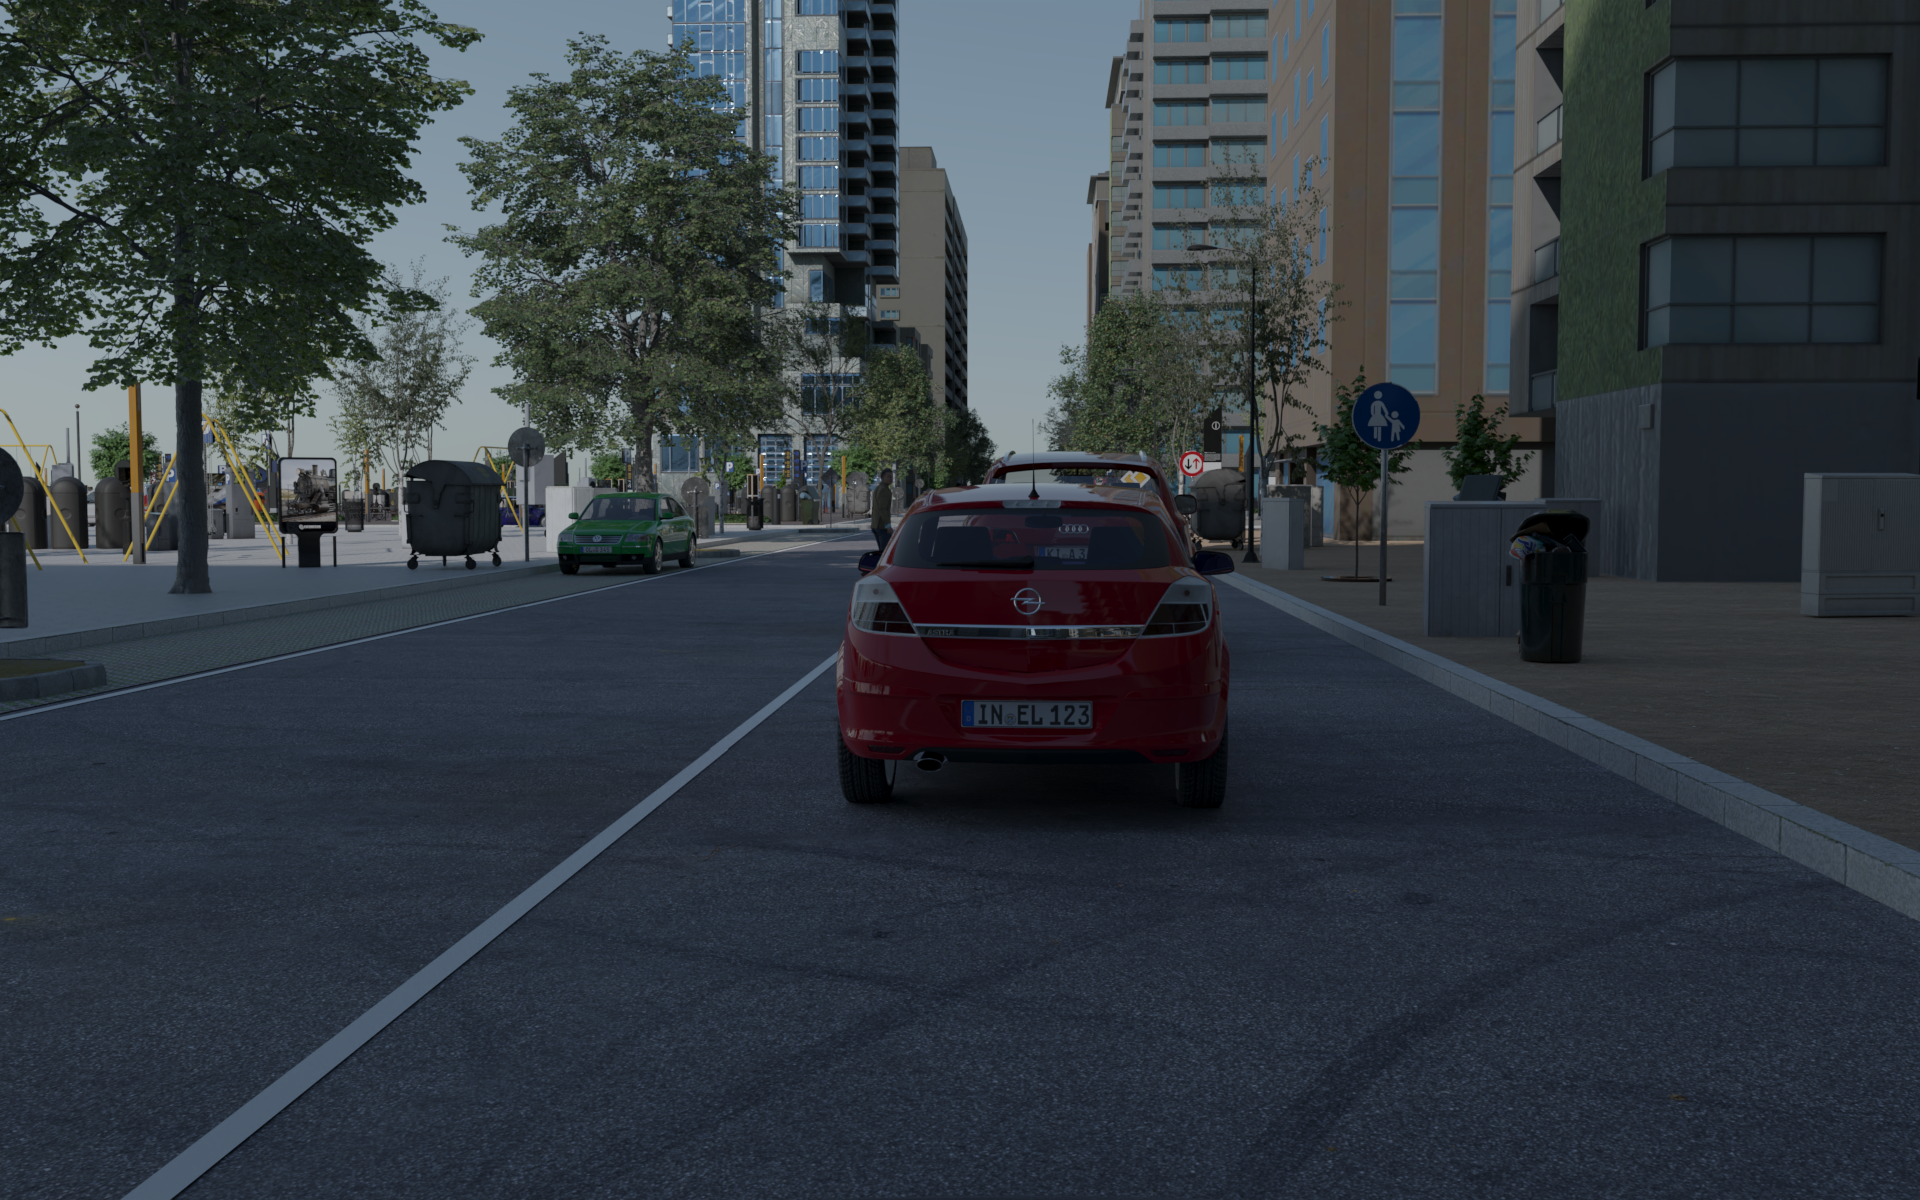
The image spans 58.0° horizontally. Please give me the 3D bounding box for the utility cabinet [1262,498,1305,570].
[{"bbox_3d":[5.539,-1.133,29.683,0.306,1.237,1.020,-1,4,-17],"label":"utility cabinet"}]

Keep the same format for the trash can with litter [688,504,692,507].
[{"bbox_3d":[-17.671,-6.178,112.062,1.678,1.210,2.233,0,4,4],"label":"trash can with litter"}]

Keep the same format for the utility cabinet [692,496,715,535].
[{"bbox_3d":[-8.096,-2.660,54.649,0.306,1.237,1.020,1,4,20],"label":"utility cabinet"}]

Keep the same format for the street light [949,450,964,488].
[{"bbox_3d":[-0.601,-12.730,180.677,1.470,5.913,1.316,0,4,3],"label":"street light"}]

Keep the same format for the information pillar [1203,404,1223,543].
[{"bbox_3d":[6.627,-3.303,45.362,0.504,3.616,0.183,1,4,19],"label":"information pillar"}]

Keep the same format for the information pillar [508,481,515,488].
[{"bbox_3d":[-25.074,-5.647,96.822,0.304,2.012,0.304,-3,5,-43],"label":"information pillar"}]

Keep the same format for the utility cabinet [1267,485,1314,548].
[{"bbox_3d":[7.634,-1.945,40.485,1.173,1.500,0.318,-2,4,-23],"label":"utility cabinet"}]

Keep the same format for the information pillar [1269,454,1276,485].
[{"bbox_3d":[15.266,-5.679,84.205,0.504,3.616,0.183,2,4,28],"label":"information pillar"}]

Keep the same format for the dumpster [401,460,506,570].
[{"bbox_3d":[-8.755,-1.481,29.980,1.264,1.857,1.865,0,4,3],"label":"dumpster"}]

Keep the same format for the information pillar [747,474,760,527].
[{"bbox_3d":[-7.659,-3.647,64.115,0.304,2.012,0.304,-3,5,-43],"label":"information pillar"}]

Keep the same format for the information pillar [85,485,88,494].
[{"bbox_3d":[-69.523,-8.146,137.684,0.304,2.012,0.304,3,5,44],"label":"information pillar"}]

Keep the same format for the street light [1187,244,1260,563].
[{"bbox_3d":[4.909,-3.656,32.311,1.470,5.913,1.316,0,4,3],"label":"street light"}]

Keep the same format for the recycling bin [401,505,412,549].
[{"bbox_3d":[-12.666,-1.729,40.826,0.722,1.027,0.722,1,4,14],"label":"recycling bin"}]

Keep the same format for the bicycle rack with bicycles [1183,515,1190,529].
[{"bbox_3d":[8.097,-2.902,60.831,2.925,0.926,2.852,0,4,2],"label":"bicycle rack with bicycles"}]

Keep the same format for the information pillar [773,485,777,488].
[{"bbox_3d":[-15.404,-8.540,144.114,0.304,2.012,0.304,0,4,1],"label":"information pillar"}]

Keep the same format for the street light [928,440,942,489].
[{"bbox_3d":[-2.155,-10.791,148.969,1.470,5.913,1.316,0,4,3],"label":"street light"}]

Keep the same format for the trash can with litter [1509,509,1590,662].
[{"bbox_3d":[4.522,-0.128,13.488,0.624,1.170,1.055,1,4,9],"label":"trash can with litter"}]

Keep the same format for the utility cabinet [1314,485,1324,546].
[{"bbox_3d":[8.574,-2.060,42.354,0.318,1.500,1.173,0,4,-6],"label":"utility cabinet"}]

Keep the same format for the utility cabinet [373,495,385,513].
[{"bbox_3d":[-40.490,-6.701,120.716,1.020,1.237,0.306,3,5,42],"label":"utility cabinet"}]

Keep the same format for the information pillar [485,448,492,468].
[{"bbox_3d":[-23.271,-5.757,85.475,0.504,3.616,0.183,3,5,42],"label":"information pillar"}]

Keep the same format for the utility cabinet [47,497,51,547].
[{"bbox_3d":[-22.156,-1.890,42.061,1.020,1.237,0.306,2,4,26],"label":"utility cabinet"}]

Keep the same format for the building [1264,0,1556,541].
[{"bbox_3d":[17.269,-24.607,52.443,14.600,45.320,14.200,0,4,3],"label":"building"}]

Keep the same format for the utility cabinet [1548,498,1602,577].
[{"bbox_3d":[9.410,-0.958,26.825,1.020,1.237,0.306,-1,4,-17],"label":"utility cabinet"}]

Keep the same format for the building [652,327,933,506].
[{"bbox_3d":[-17.766,-21.380,194.600,27.650,21.520,28.899,0,4,3],"label":"building"}]

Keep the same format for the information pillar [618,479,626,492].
[{"bbox_3d":[-16.442,-4.891,84.456,0.304,2.012,0.304,1,4,17],"label":"information pillar"}]

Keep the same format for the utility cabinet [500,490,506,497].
[{"bbox_3d":[-24.387,-5.147,92.828,0.318,1.500,1.173,0,4,-2],"label":"utility cabinet"}]

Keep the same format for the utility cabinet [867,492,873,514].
[{"bbox_3d":[-6.037,-6.156,109.337,1.173,1.500,0.318,2,4,25],"label":"utility cabinet"}]

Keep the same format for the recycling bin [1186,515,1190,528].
[{"bbox_3d":[8.339,-3.176,64.481,0.722,1.027,0.722,1,4,18],"label":"recycling bin"}]

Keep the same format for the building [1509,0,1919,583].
[{"bbox_3d":[17.479,-21.213,30.430,14.154,41.232,14.086,0,4,3],"label":"building"}]

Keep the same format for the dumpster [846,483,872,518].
[{"bbox_3d":[-5.414,-5.311,92.592,1.264,1.857,1.865,0,4,3],"label":"dumpster"}]

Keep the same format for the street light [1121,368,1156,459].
[{"bbox_3d":[6.655,-5.594,64.010,1.470,5.913,1.316,0,4,3],"label":"street light"}]

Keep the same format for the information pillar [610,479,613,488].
[{"bbox_3d":[-16.975,-4.852,83.830,0.304,2.012,0.304,0,4,-7],"label":"information pillar"}]

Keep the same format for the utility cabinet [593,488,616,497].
[{"bbox_3d":[-13.226,-3.380,63.938,0.318,1.500,1.173,2,4,31],"label":"utility cabinet"}]

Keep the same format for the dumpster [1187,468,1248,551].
[{"bbox_3d":[5.956,-2.095,40.004,1.264,1.857,1.865,0,4,3],"label":"dumpster"}]

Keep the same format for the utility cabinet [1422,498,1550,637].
[{"bbox_3d":[4.728,-0.274,15.635,1.020,1.237,0.306,0,4,4],"label":"utility cabinet"}]

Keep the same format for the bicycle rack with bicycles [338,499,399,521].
[{"bbox_3d":[-28.722,-4.338,84.309,2.925,0.926,2.852,0,4,-1],"label":"bicycle rack with bicycles"}]

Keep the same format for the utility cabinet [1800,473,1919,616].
[{"bbox_3d":[9.416,-0.574,18.056,1.173,1.500,0.318,-1,4,-9],"label":"utility cabinet"}]

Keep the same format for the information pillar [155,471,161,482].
[{"bbox_3d":[-60.796,-8.562,131.335,0.504,3.616,0.183,1,4,23],"label":"information pillar"}]

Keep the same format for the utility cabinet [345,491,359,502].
[{"bbox_3d":[-51.323,-8.417,146.299,1.173,1.500,0.318,-1,4,-14],"label":"utility cabinet"}]

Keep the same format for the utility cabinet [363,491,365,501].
[{"bbox_3d":[-47.400,-7.920,138.174,0.318,1.500,1.173,-1,4,-13],"label":"utility cabinet"}]

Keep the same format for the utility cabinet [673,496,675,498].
[{"bbox_3d":[-10.588,-3.164,62.890,0.306,1.237,1.020,0,4,3],"label":"utility cabinet"}]

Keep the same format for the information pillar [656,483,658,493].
[{"bbox_3d":[-19.441,-6.481,110.448,0.304,2.012,0.304,2,4,27],"label":"information pillar"}]

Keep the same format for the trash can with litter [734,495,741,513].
[{"bbox_3d":[-13.821,-6.138,111.406,2.233,1.210,1.678,-3,5,-44],"label":"trash can with litter"}]

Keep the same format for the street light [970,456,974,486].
[{"bbox_3d":[0.989,-14.669,212.383,1.470,5.913,1.316,0,4,3],"label":"street light"}]

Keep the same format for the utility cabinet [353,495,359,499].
[{"bbox_3d":[-42.701,-6.814,122.575,0.306,1.237,1.020,-2,4,-34],"label":"utility cabinet"}]

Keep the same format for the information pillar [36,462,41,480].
[{"bbox_3d":[-66.717,-8.201,125.435,0.183,3.616,0.504,0,4,5],"label":"information pillar"}]
